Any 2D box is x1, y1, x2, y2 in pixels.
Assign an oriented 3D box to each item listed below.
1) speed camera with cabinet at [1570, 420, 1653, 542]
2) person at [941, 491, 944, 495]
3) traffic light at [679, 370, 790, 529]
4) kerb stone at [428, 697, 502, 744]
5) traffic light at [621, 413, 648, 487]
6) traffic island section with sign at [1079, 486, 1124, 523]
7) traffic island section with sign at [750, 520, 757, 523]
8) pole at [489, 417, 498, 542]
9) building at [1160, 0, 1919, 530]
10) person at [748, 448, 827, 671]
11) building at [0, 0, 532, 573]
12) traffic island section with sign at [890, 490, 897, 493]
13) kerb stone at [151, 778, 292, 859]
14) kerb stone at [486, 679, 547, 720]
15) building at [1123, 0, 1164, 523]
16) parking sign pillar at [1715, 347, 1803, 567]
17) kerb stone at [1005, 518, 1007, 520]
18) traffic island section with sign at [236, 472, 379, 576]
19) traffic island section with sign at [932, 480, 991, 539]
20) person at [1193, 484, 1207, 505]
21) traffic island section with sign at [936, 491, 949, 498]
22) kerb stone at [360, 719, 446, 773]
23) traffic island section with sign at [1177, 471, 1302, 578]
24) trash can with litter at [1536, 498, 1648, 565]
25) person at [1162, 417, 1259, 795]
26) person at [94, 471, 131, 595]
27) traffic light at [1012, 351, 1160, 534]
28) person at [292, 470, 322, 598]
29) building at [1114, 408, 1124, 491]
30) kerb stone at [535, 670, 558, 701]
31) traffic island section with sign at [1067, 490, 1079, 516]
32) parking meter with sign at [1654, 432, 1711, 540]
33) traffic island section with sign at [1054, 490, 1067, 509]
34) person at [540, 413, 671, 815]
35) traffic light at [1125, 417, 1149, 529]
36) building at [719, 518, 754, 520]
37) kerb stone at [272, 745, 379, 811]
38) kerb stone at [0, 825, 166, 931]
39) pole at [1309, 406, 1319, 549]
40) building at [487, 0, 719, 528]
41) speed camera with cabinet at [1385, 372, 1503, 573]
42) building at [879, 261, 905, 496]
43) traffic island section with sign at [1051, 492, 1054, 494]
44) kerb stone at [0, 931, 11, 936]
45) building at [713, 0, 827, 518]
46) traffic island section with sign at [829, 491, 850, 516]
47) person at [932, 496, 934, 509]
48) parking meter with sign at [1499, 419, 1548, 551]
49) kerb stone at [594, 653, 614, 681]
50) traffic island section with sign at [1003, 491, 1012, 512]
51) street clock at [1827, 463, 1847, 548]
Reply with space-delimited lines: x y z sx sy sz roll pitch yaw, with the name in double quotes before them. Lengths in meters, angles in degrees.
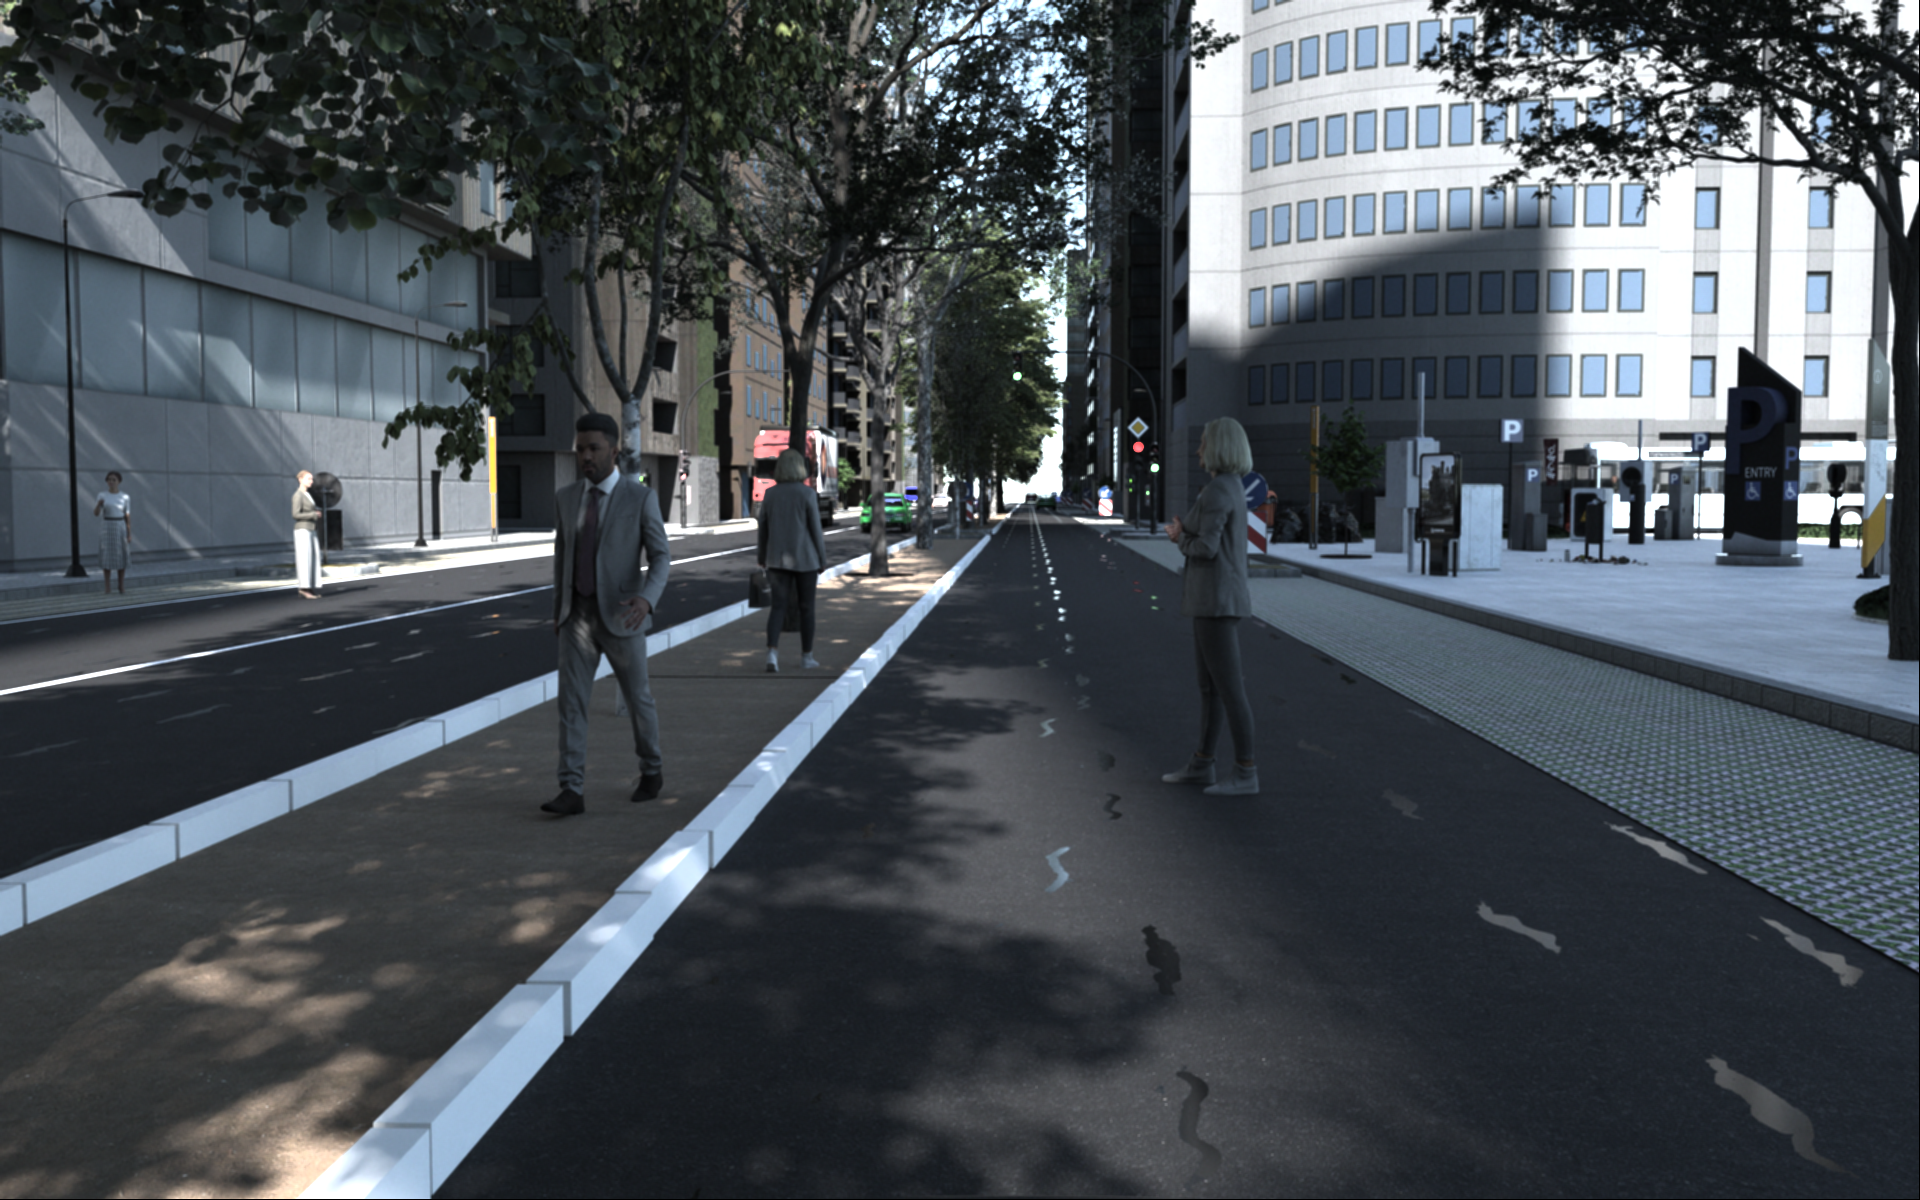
"speed camera with cabinet" 17.516 -3.196 46.590 0.660 3.252 2.038 -3 5 -44
"person" -2.531 -14.638 247.906 1.350 1.814 0.705 1 4 22
"traffic light" -8.059 -5.438 63.577 4.771 5.953 1.251 0 4 2
"kerb stone" -2.961 0.726 10.325 0.120 0.150 1.000 0 4 2
"traffic light" -10.470 -4.081 55.646 0.839 4.253 0.868 0 4 2
"traffic island section with sign" 7.069 -4.722 85.830 1.989 1.847 2.006 0 4 2
"traffic island section with sign" -9.313 -4.730 85.967 1.989 1.847 2.006 0 4 2
"pole" -12.382 -3.188 45.960 0.158 3.312 0.155 0 3 0
"building" 23.153 -32.329 70.586 28.212 58.520 21.231 0 4 2
"person" -1.444 -0.328 14.047 0.709 1.800 0.728 1 4 18
"building" -26.983 -27.615 40.743 27.495 52.752 28.713 0 4 2
"traffic island section with sign" -6.220 -9.486 163.724 1.989 1.847 2.006 0 4 2
"kerb stone" -3.084 0.915 7.255 0.120 0.150 1.000 0 4 2
"kerb stone" -2.929 0.663 11.362 0.120 0.150 1.000 0 4 2
"building" 15.651 -19.573 91.715 14.160 30.474 14.107 0 4 2
"parking sign pillar" 14.446 -2.613 31.202 1.447 3.967 1.447 -2 4 -23
"kerb stone" 2.086 -3.811 84.522 0.120 0.150 1.000 0 4 2
"traffic island section with sign" -11.509 -1.359 30.854 1.989 1.847 2.006 0 4 2
"traffic island section with sign" -0.124 -2.903 55.605 2.006 1.907 1.989 0 4 2
"person" 6.351 -2.190 45.307 0.522 1.701 0.512 2 4 24
"traffic island section with sign" -2.951 -14.515 245.945 1.989 1.847 2.006 0 4 2
"kerb stone" -3.005 0.792 9.302 0.120 0.150 1.000 0 4 2
"traffic island section with sign" 4.862 -1.334 30.436 1.989 1.847 2.006 0 4 2
"trash can with litter" 11.946 -1.300 32.308 1.678 1.210 2.233 -1 4 -10
"person" 1.179 0.022 8.328 0.526 1.800 0.537 1 4 23
"person" -11.958 -0.942 24.473 0.480 1.755 0.524 -3 4 -37
"traffic light" 4.035 -4.910 54.946 4.771 5.953 1.251 0 4 2
"person" -8.935 -0.899 23.755 0.362 1.759 0.519 0 4 -1
"building" 22.811 -49.393 120.241 22.319 86.520 31.000 0 4 2
"kerb stone" -2.884 0.601 12.383 0.120 0.150 1.000 0 4 2
"traffic island section with sign" 8.143 -6.379 112.925 1.989 1.847 2.006 0 4 2
"parking meter with sign" 20.176 -3.193 48.470 1.738 3.016 0.543 -2 4 -31
"traffic island section with sign" 10.099 -9.393 162.198 1.989 1.847 2.006 0 4 2
"person" -1.592 0.058 7.829 0.678 1.792 0.850 1 4 15
"traffic light" 6.446 -4.530 62.983 0.839 4.253 0.868 0 4 2
"building" -17.272 -26.998 91.529 14.600 45.320 14.200 0 4 2
"kerb stone" -3.037 0.851 8.279 0.120 0.150 1.000 0 4 2
"kerb stone" -3.125 0.979 6.225 0.120 0.150 1.000 0 4 2
"pole" 8.218 -2.834 40.182 0.158 3.312 0.155 0 3 0
"building" -18.037 -18.237 69.883 14.160 30.474 14.107 0 4 2
"speed camera with cabinet" 8.046 -2.104 28.734 2.038 3.252 0.660 -2 4 -25
"building" -14.014 -26.440 203.993 14.160 30.474 14.107 0 4 2
"traffic island section with sign" 11.204 -11.094 190.020 1.989 1.847 2.006 0 4 2
"kerb stone" -3.164 1.039 5.202 0.120 0.150 1.000 0 4 2
"building" -16.476 -28.352 113.673 14.600 45.320 14.200 0 4 2
"traffic island section with sign" -8.226 -6.394 113.172 1.989 1.847 2.006 0 4 2
"person" -2.655 -9.166 161.547 0.628 1.438 0.799 -3 5 -43
"parking meter with sign" 12.883 -2.642 39.458 0.543 3.016 1.738 0 4 -6
"kerb stone" -2.840 0.538 13.404 0.120 0.150 1.000 0 4 2
"traffic island section with sign" 3.157 -7.948 138.086 2.006 1.907 1.989 0 4 2
"street clock" 20.732 -2.228 40.995 0.358 2.002 0.471 0 4 -1
